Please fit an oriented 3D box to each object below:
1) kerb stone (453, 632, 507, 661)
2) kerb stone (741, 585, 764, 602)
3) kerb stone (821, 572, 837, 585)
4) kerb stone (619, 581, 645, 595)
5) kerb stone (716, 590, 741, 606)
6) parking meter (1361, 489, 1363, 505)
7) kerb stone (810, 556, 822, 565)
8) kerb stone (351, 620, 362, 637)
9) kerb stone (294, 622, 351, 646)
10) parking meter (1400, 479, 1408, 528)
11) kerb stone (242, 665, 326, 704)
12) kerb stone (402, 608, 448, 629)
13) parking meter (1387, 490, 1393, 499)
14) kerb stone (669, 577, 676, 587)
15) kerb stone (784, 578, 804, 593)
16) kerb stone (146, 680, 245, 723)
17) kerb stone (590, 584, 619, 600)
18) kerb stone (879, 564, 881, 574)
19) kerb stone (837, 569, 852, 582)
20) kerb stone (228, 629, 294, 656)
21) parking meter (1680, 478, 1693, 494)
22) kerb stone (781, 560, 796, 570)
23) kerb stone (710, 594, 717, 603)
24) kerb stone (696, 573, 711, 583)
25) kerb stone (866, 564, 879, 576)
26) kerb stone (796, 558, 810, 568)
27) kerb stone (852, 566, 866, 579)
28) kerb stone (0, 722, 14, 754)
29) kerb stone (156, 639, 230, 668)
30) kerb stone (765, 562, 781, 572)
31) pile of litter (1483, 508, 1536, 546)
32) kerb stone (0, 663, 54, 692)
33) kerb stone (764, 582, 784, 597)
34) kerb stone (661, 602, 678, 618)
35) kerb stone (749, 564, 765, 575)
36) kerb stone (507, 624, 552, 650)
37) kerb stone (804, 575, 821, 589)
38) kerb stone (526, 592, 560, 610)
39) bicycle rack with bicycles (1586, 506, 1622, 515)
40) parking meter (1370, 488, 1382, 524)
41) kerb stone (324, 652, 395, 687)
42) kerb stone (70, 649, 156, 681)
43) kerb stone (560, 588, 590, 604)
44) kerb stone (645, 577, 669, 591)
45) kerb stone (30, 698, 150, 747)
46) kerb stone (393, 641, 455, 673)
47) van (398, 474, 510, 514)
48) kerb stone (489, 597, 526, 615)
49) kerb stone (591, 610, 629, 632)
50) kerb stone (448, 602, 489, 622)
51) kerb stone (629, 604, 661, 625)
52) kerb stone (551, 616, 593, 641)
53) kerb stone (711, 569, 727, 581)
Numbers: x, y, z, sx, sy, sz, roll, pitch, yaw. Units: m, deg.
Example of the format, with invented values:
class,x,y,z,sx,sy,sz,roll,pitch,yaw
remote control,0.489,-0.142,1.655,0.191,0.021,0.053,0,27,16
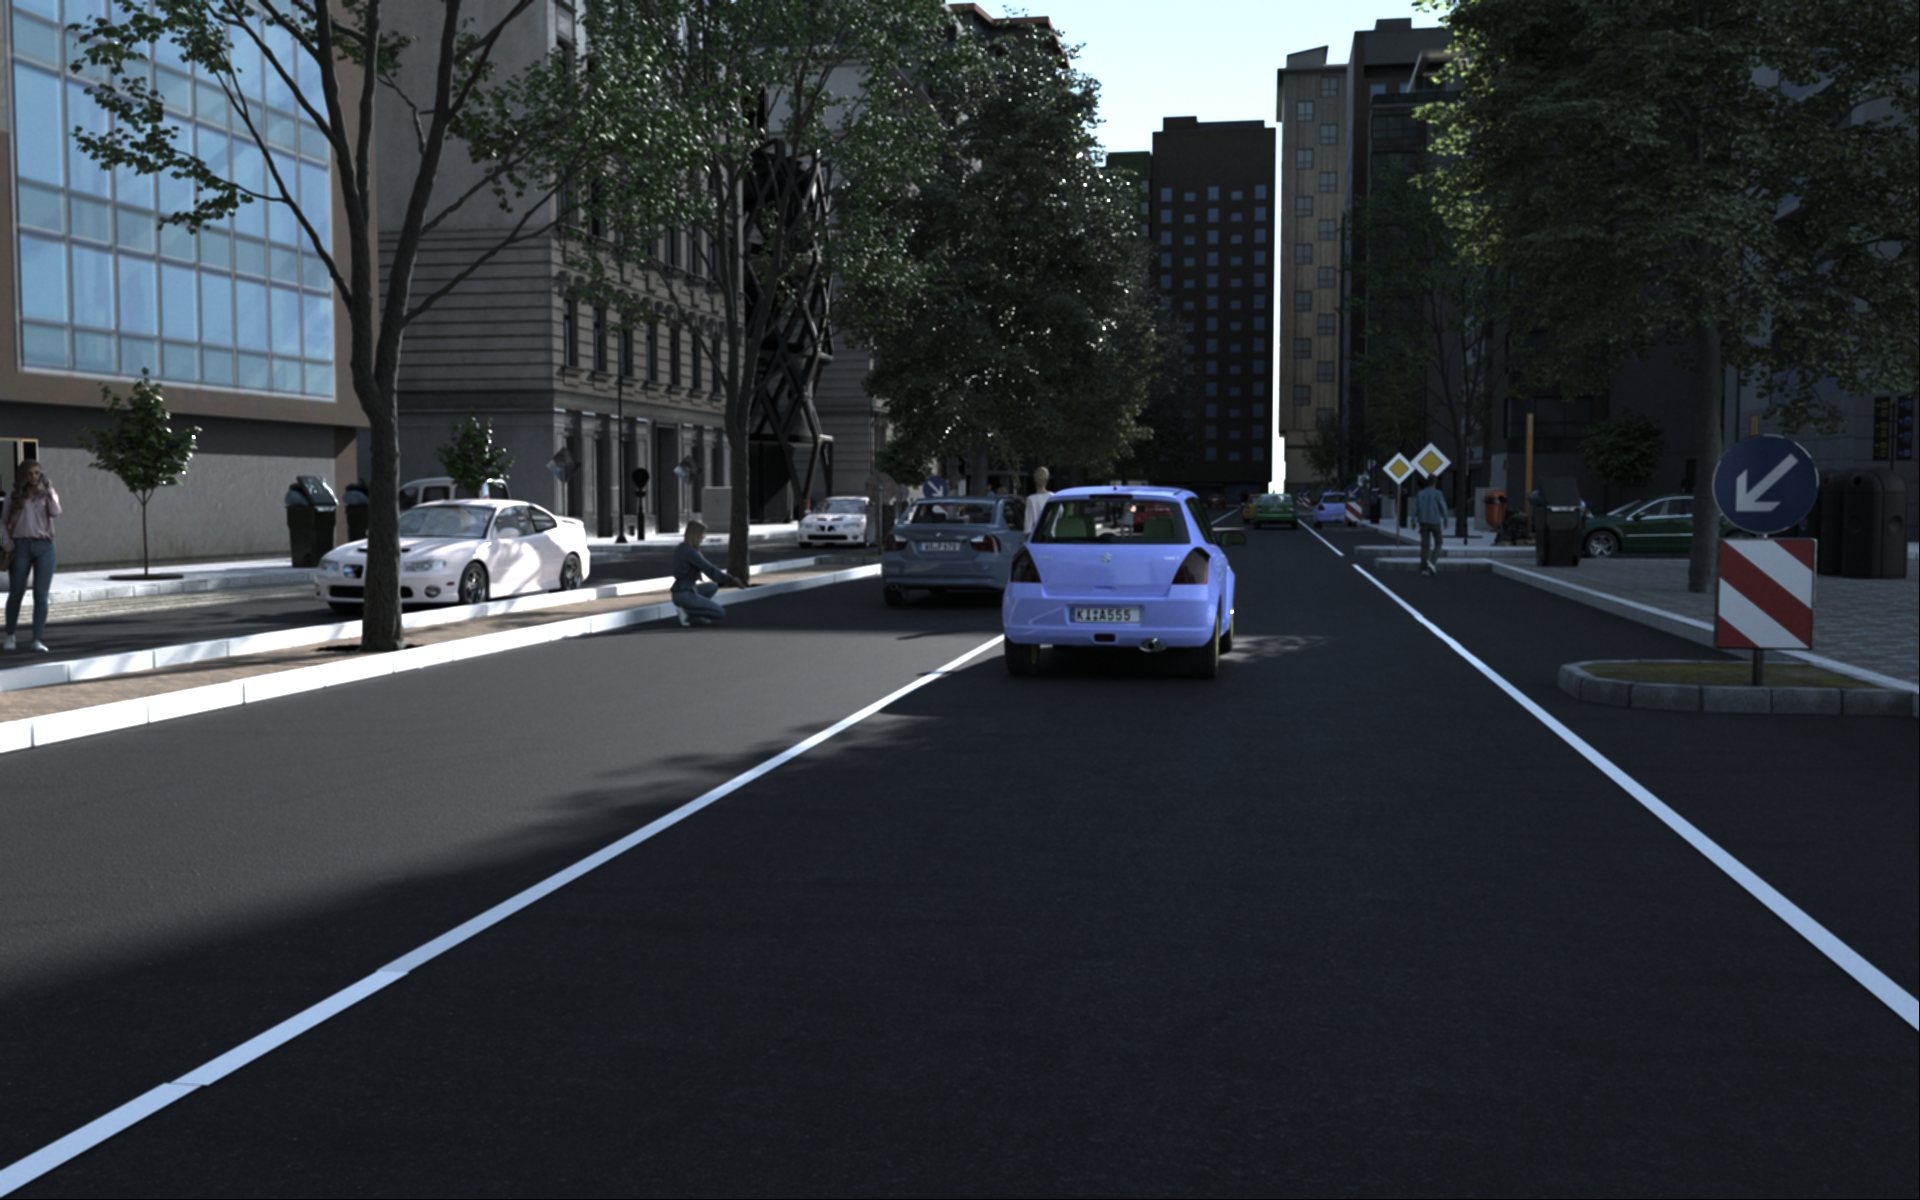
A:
class,x,y,z,sx,sy,sz,roll,pitch,yaw
kerb stone,-4.314,0.419,15.349,0.120,0.150,1.000,1,4,10
kerb stone,-2.890,-0.069,23.413,0.120,0.150,1.000,1,4,10
kerb stone,-2.178,-0.316,27.462,0.120,0.150,1.000,1,4,10
kerb stone,-4.779,-0.158,24.778,0.120,0.150,1.000,1,4,10
kerb stone,-3.076,-0.013,22.408,0.120,0.150,1.000,1,4,10
parking meter,21.762,-5.181,93.115,0.372,1.533,0.369,0,3,0
kerb stone,-3.008,-0.772,34.872,0.120,0.150,1.000,1,4,10
kerb stone,-6.035,0.279,17.721,0.120,0.150,1.000,1,4,10
kerb stone,-6.210,0.336,16.698,0.120,0.150,1.000,1,4,10
parking meter,16.914,-3.686,65.970,0.255,1.863,0.399,1,4,13
kerb stone,-4.847,0.604,12.315,0.120,0.150,1.000,1,4,10
kerb stone,-5.852,0.212,18.726,0.120,0.150,1.000,1,4,10
parking meter,27.486,-6.253,110.644,0.372,1.533,0.369,0,3,0
kerb stone,-4.421,-0.281,26.795,0.120,0.150,1.000,1,4,10
kerb stone,-2.525,-0.197,25.438,0.120,0.150,1.000,1,4,10
kerb stone,-5.030,0.671,11.308,0.120,0.150,1.000,1,4,10
kerb stone,-4.956,-0.096,23.771,0.120,0.150,1.000,1,4,10
kerb stone,-1.459,-0.569,31.502,0.120,0.150,1.000,1,4,10
kerb stone,-1.989,-0.384,28.478,0.120,0.150,1.000,1,4,10
kerb stone,-6.385,0.398,15.688,0.120,0.150,1.000,1,4,10
parking meter,26.054,-3.452,62.145,0.255,1.863,0.399,0,4,-8
kerb stone,-3.353,-0.652,32.852,0.120,0.150,1.000,1,4,10
kerb stone,-3.252,0.049,21.401,0.120,0.150,1.000,1,4,10
kerb stone,-4.250,-0.343,27.802,0.120,0.150,1.000,1,4,10
kerb stone,-1.648,-0.508,30.493,0.120,0.150,1.000,1,4,10
kerb stone,-3.173,-0.714,33.863,0.120,0.150,1.000,1,4,10
kerb stone,-1.816,-0.446,29.485,0.120,0.150,1.000,1,4,10
kerb stone,-5.391,0.793,9.290,0.120,0.150,1.000,1,4,10
kerb stone,-6.562,0.460,14.682,0.120,0.150,1.000,1,4,10
kerb stone,-3.533,-0.590,31.837,0.120,0.150,1.000,1,4,10
pile of litter,13.969,-1.766,42.839,1.719,0.858,1.176,1,4,11
kerb stone,-6.921,0.583,12.670,0.120,0.150,1.000,1,4,10
kerb stone,-2.717,-0.132,24.420,0.120,0.150,1.000,1,4,10
kerb stone,-3.420,0.113,20.388,0.120,0.150,1.000,1,4,10
kerb stone,-3.718,-0.523,30.828,0.120,0.150,1.000,1,4,10
kerb stone,-4.139,0.358,16.358,0.120,0.150,1.000,1,4,10
kerb stone,-2.351,-0.260,26.448,0.120,0.150,1.000,1,4,10
kerb stone,-5.315,0.027,21.755,0.120,0.150,1.000,1,4,10
bicycle rack with bicycles,19.029,-2.356,51.902,2.925,0.926,2.852,0,4,-4
parking meter,17.995,-4.078,75.087,0.372,1.533,0.369,0,3,0
kerb stone,-4.672,0.542,13.328,0.120,0.150,1.000,1,4,10
kerb stone,-6.744,0.523,13.676,0.120,0.150,1.000,1,4,10
kerb stone,-5.141,-0.035,22.762,0.120,0.150,1.000,1,4,10
kerb stone,-4.600,-0.220,25.789,0.120,0.150,1.000,1,4,10
kerb stone,-5.208,0.732,10.301,0.120,0.150,1.000,1,4,10
kerb stone,-4.493,0.480,14.342,0.120,0.150,1.000,1,4,10
van,-13.068,-2.157,42.282,4.112,2.044,2.013,1,4,8
kerb stone,-5.499,0.088,20.750,0.120,0.150,1.000,1,4,10
kerb stone,-3.775,0.235,18.375,0.120,0.150,1.000,1,4,10
kerb stone,-5.672,0.151,19.736,0.120,0.150,1.000,1,4,10
kerb stone,-3.601,0.173,19.382,0.120,0.150,1.000,1,4,10
kerb stone,-3.958,0.297,17.369,0.120,0.150,1.000,1,4,10
kerb stone,-4.066,-0.404,28.808,0.120,0.150,1.000,1,4,10
